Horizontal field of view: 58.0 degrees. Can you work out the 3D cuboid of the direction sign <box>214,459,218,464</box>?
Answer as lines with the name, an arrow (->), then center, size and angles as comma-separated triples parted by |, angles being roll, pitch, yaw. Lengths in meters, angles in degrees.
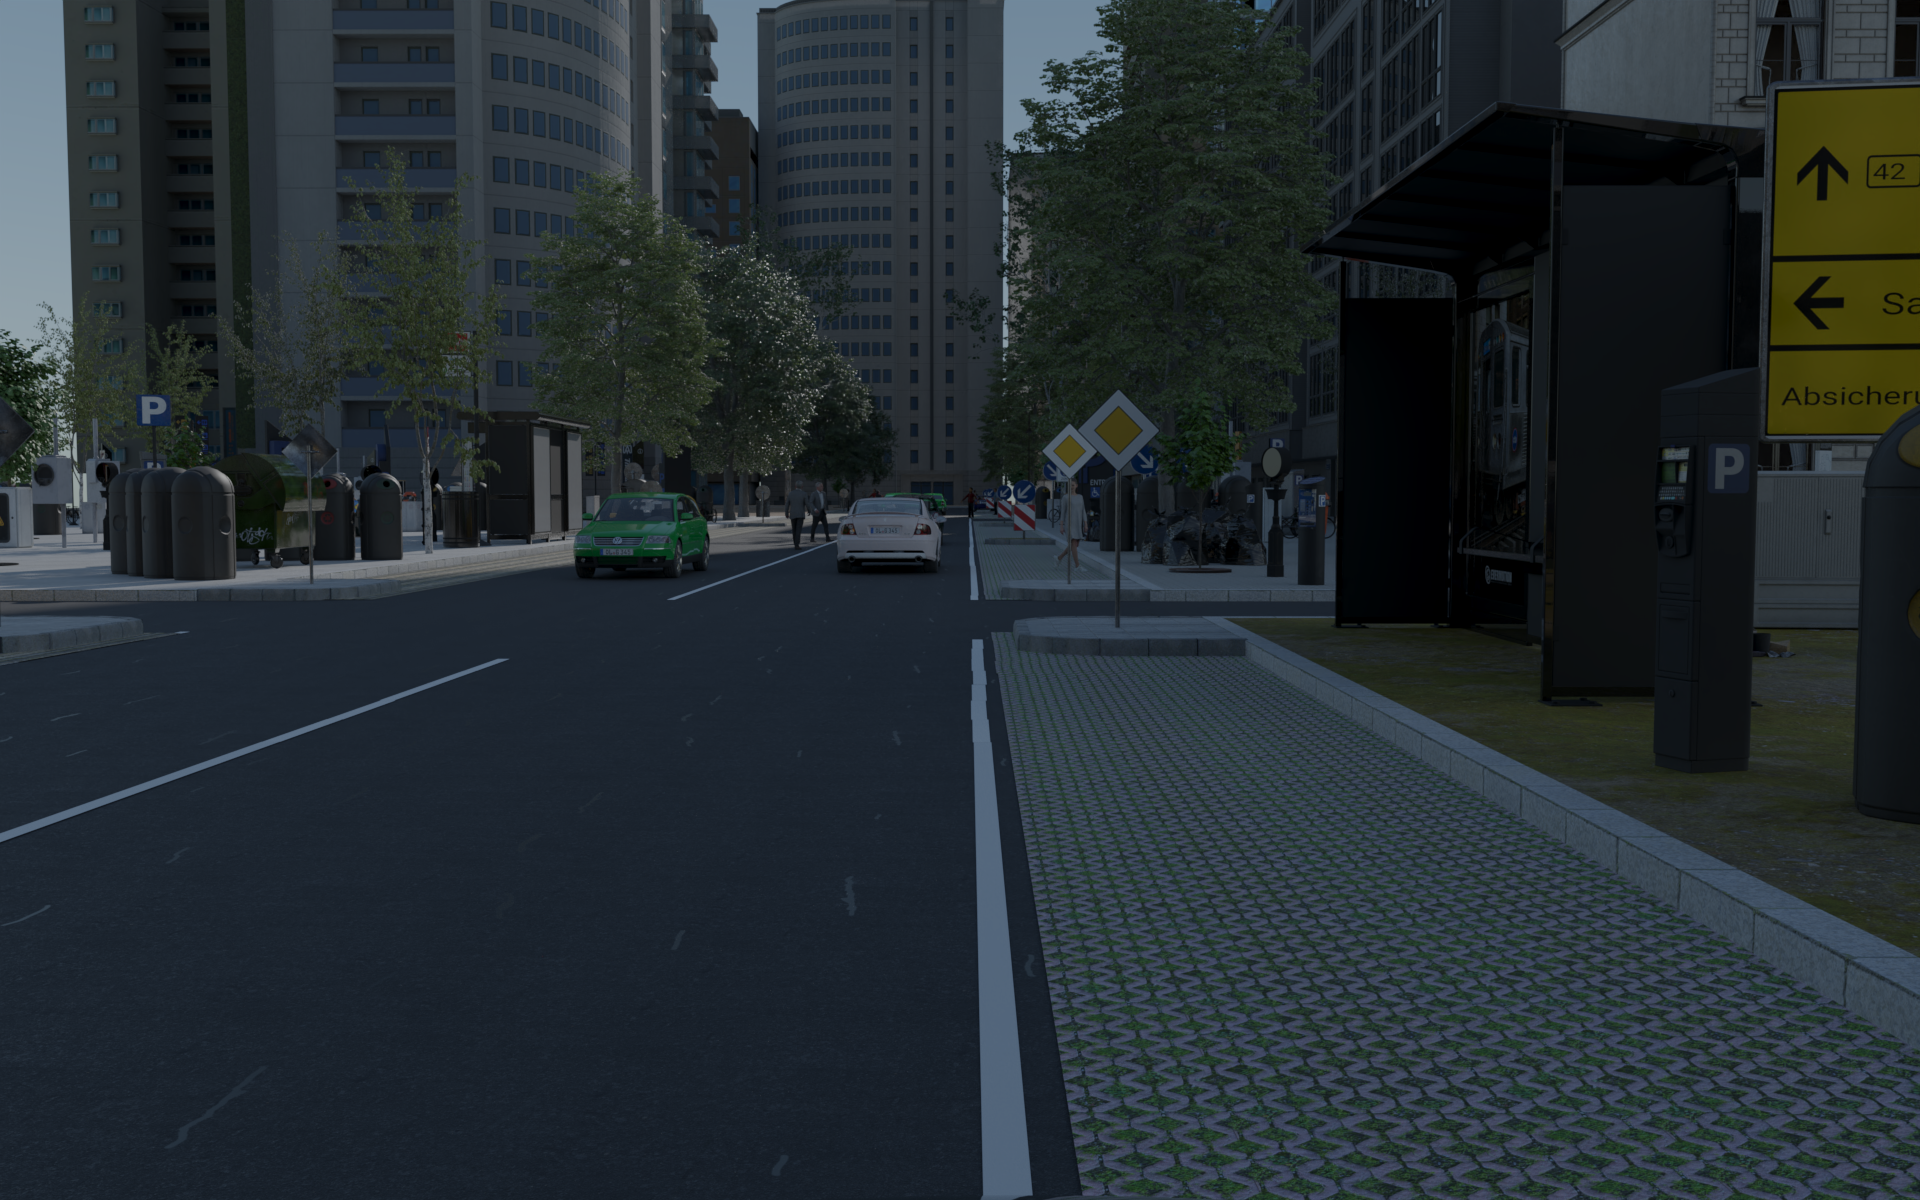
direction sign -> -42.726, -6.529, 98.740 | 0.876, 3.537, 0.379 | 0, 4, -4

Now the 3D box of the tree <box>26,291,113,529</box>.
tree -> -32.241, -6.929, 63.644 | 4.737, 8.622, 4.395 | 0, 3, 0

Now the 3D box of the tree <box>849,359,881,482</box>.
tree -> -10.826, -14.190, 138.666 | 9.857, 13.997, 8.962 | 0, 3, 0

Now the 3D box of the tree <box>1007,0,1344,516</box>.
tree -> 4.764, -7.224, 36.239 | 7.486, 12.596, 7.792 | 0, 3, 0

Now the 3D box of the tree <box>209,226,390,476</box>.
tree -> -17.626, -5.905, 46.904 | 4.360, 8.622, 3.978 | 0, 3, 0

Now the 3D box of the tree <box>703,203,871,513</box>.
tree -> -12.918, -15.884, 115.593 | 12.611, 20.169, 13.585 | 0, 3, 0

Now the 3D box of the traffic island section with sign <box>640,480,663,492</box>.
traffic island section with sign -> -8.820, -2.488, 49.304 | 1.989, 1.847, 2.006 | 0, 4, 0

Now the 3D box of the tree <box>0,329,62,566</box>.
tree -> -17.642, -2.891, 30.988 | 4.285, 4.588, 4.351 | 0, 3, 0

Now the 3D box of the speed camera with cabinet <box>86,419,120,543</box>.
speed camera with cabinet -> -21.965, -3.113, 45.228 | 2.038, 3.252, 0.660 | 2, 4, 32

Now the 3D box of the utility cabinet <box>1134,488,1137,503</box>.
utility cabinet -> 6.984, -3.666, 68.624 | 0.318, 1.500, 1.173 | -1, 4, -18

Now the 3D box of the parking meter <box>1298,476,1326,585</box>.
parking meter -> 4.965, -0.981, 24.449 | 0.372, 1.533, 0.369 | 0, 3, 0

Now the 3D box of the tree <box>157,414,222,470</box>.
tree -> -18.599, -2.896, 41.944 | 1.663, 3.219, 1.824 | 0, 3, 0

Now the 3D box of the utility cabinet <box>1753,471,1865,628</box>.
utility cabinet -> 8.076, -0.474, 16.437 | 1.173, 1.500, 0.318 | 0, 4, 6

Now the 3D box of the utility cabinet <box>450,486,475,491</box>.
utility cabinet -> -13.935, -2.454, 48.796 | 0.318, 1.500, 1.173 | -3, 5, -43

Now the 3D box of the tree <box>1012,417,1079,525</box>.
tree -> 4.940, -5.418, 72.302 | 4.285, 4.588, 4.351 | 0, 3, 0

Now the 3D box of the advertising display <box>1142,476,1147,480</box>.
advertising display -> 6.617, -3.305, 59.245 | 0.123, 1.923, 0.974 | -3, 5, -43

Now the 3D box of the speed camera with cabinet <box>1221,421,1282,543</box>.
speed camera with cabinet -> 7.798, -3.184, 46.396 | 0.660, 3.252, 2.038 | -2, 4, -26

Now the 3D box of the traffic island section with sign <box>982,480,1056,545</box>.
traffic island section with sign -> 1.703, -2.495, 49.426 | 1.989, 1.847, 2.006 | 0, 4, 0

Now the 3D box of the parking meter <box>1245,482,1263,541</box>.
parking meter -> 6.020, -1.658, 35.515 | 0.372, 1.533, 0.369 | 0, 3, 0

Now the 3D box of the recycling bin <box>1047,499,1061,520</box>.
recycling bin -> 4.829, -4.551, 86.955 | 0.722, 1.027, 0.722 | 2, 4, 26

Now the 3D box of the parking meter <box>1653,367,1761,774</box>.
parking meter -> 3.457, -0.143, 8.046 | 0.399, 1.863, 0.255 | -1, 4, -16

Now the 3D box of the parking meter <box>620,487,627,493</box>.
parking meter -> -12.514, -3.412, 64.204 | 0.372, 1.533, 0.369 | 0, 3, 0

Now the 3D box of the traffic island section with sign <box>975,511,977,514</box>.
traffic island section with sign -> 2.093, -7.203, 126.397 | 1.989, 1.847, 2.006 | 0, 4, 0

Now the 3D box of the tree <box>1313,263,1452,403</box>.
tree -> 11.609, -5.831, 45.697 | 4.360, 8.622, 3.978 | 0, 3, 0

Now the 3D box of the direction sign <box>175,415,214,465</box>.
direction sign -> -22.131, -3.547, 49.991 | 0.876, 3.537, 0.379 | -2, 4, -28

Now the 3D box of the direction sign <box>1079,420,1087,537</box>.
direction sign -> 3.637, -3.644, 51.578 | 0.379, 3.537, 0.876 | 1, 4, 17

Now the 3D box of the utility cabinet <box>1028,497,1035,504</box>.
utility cabinet -> 4.303, -5.357, 96.273 | 0.318, 1.500, 1.173 | 3, 5, 43

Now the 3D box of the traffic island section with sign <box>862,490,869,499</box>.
traffic island section with sign -> -8.295, -8.862, 153.527 | 1.989, 1.847, 2.006 | 0, 4, 0

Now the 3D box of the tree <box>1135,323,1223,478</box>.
tree -> 9.371, -7.498, 72.954 | 4.360, 8.622, 3.978 | 0, 3, 0

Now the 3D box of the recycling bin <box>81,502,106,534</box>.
recycling bin -> -28.184, -2.686, 56.469 | 0.722, 1.027, 0.722 | -1, 4, -17

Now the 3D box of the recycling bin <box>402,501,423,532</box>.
recycling bin -> -18.695, -2.851, 59.166 | 0.722, 1.027, 0.722 | 1, 4, 16

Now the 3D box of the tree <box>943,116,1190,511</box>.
tree -> 5.552, -14.040, 85.439 | 12.611, 20.169, 13.585 | 0, 3, 0

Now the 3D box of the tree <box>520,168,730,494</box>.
tree -> -11.789, -8.740, 61.033 | 7.486, 12.596, 7.792 | 0, 3, 0

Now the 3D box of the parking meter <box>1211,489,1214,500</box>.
parking meter -> 12.879, -4.939, 89.158 | 0.372, 1.533, 0.369 | 0, 3, 0

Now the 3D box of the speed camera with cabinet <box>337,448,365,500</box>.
speed camera with cabinet -> -26.719, -4.974, 75.653 | 0.660, 3.252, 2.038 | 2, 4, 29

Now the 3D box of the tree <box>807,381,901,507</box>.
tree -> -10.648, -15.633, 172.601 | 9.611, 12.733, 9.660 | 0, 3, 0

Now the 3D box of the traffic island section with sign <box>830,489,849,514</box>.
traffic island section with sign -> -8.425, -7.207, 126.459 | 1.989, 1.847, 2.006 | 0, 4, 0

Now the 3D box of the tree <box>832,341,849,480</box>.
tree -> -12.057, -11.555, 95.574 | 9.857, 13.997, 8.962 | 0, 3, 0

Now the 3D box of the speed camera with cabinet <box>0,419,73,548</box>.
speed camera with cabinet -> -22.213, -2.865, 41.172 | 2.038, 3.252, 0.660 | 1, 4, 9

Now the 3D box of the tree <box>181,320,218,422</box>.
tree -> -33.315, -7.468, 72.465 | 4.737, 8.622, 4.395 | 0, 3, 0

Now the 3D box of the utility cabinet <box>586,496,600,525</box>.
utility cabinet -> -12.857, -3.027, 60.646 | 0.306, 1.237, 1.020 | 0, 4, -2

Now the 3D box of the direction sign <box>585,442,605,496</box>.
direction sign -> -15.824, -5.088, 75.191 | 0.876, 3.537, 0.379 | 0, 4, 7

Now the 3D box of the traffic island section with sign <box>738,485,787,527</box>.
traffic island section with sign -> -8.674, -4.145, 76.405 | 1.989, 1.847, 2.006 | 0, 4, 0

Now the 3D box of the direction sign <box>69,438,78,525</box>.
direction sign -> -36.264, -4.817, 70.752 | 0.379, 3.537, 0.876 | -2, 4, -28

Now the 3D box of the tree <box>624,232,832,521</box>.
tree -> -11.293, -10.816, 83.504 | 9.857, 13.997, 8.962 | 0, 3, 0

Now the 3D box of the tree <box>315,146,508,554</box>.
tree -> -11.413, -5.289, 36.842 | 4.737, 8.622, 4.395 | 0, 3, 0

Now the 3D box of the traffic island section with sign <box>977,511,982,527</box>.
traffic island section with sign -> 1.844, -4.144, 76.381 | 1.989, 1.847, 2.006 | 0, 4, 0

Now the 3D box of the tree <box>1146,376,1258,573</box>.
tree -> 3.832, -2.072, 28.483 | 1.663, 3.219, 1.824 | 0, 3, 0
